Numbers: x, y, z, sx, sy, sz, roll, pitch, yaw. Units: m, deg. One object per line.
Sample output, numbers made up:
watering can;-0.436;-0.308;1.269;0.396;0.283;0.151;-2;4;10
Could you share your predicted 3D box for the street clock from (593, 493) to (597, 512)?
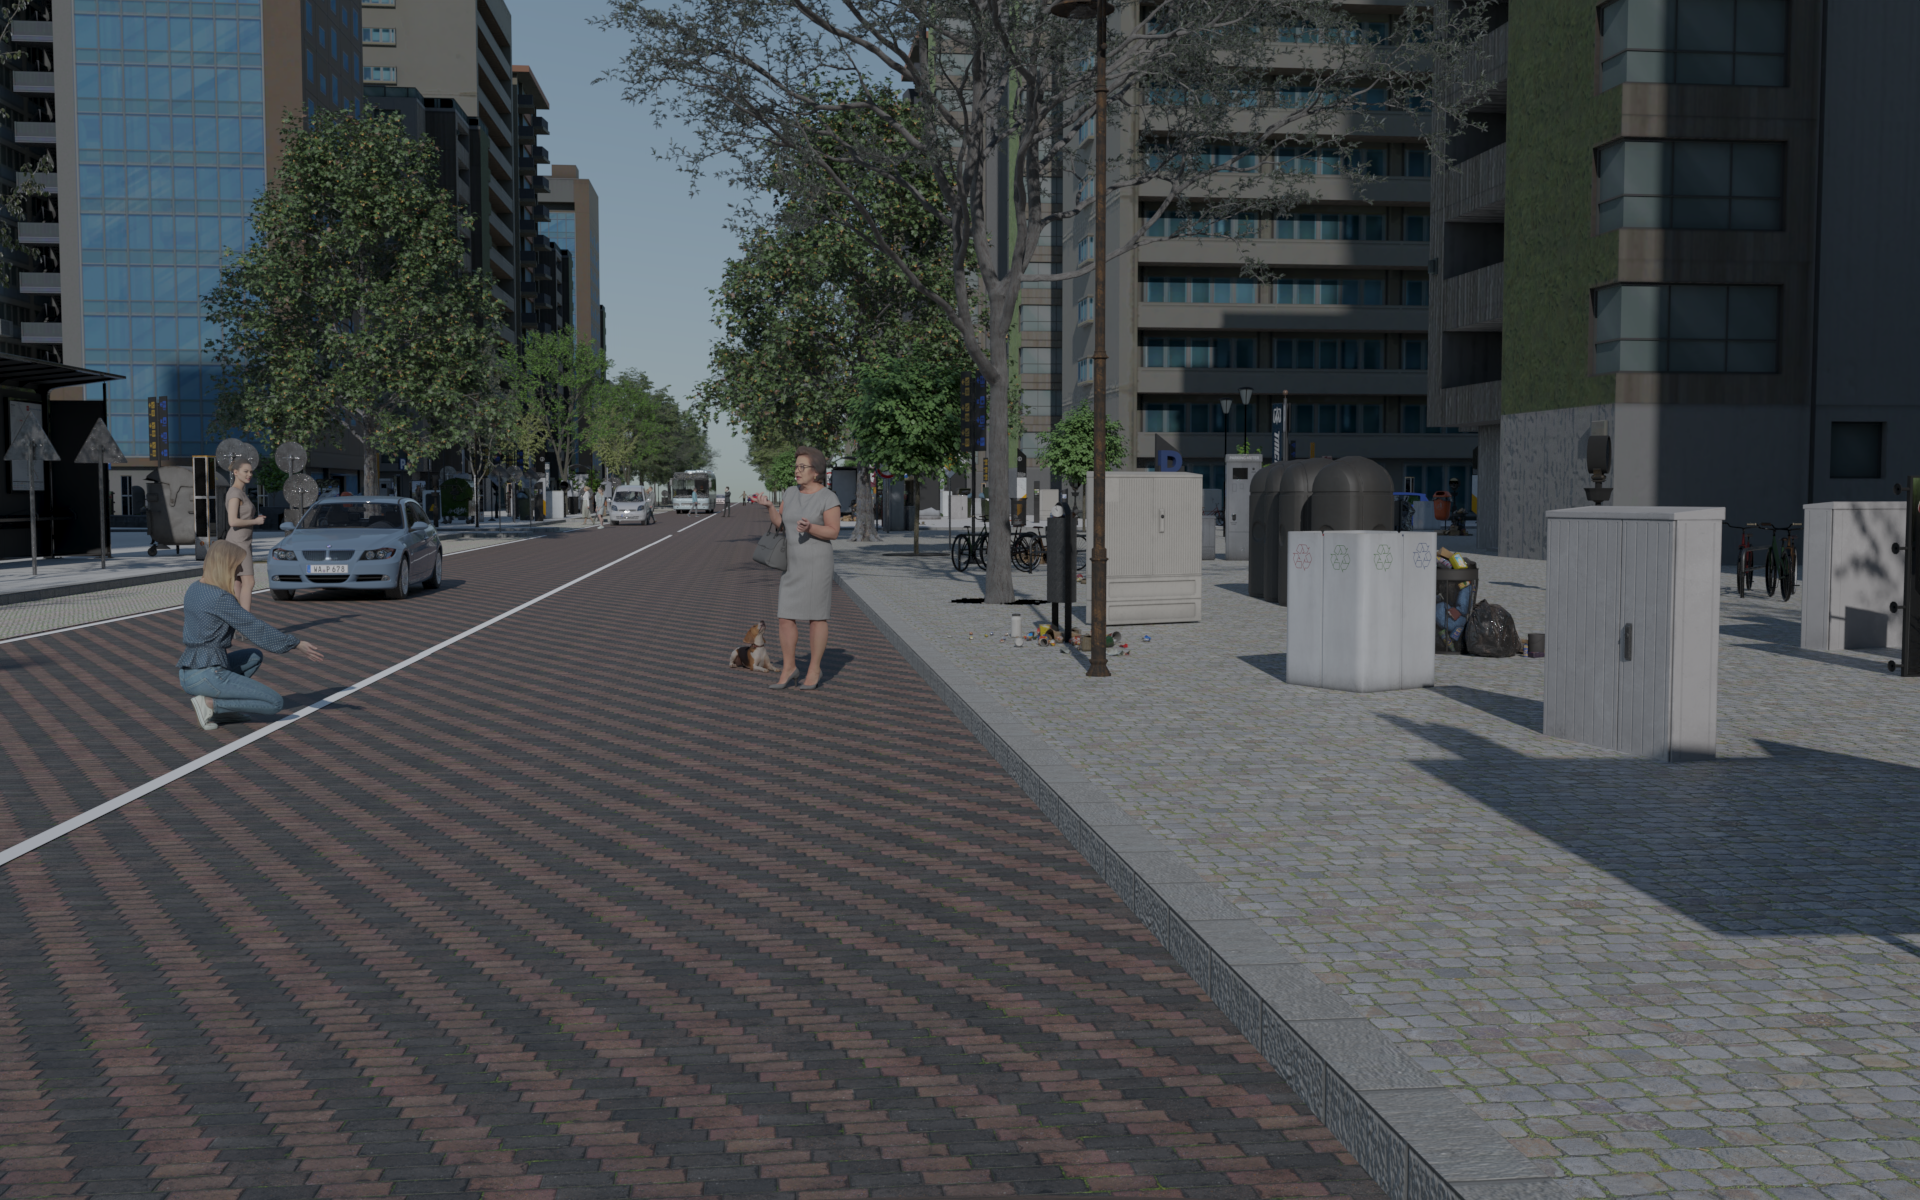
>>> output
street clock;-26.443;-7.386;125.328;0.471;2.002;0.358;2;4;29

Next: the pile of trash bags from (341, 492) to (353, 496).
pile of trash bags;-25.099;-3.842;72.577;1.912;1.369;3.447;0;4;2

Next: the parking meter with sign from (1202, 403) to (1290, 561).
parking meter with sign;5.459;-2.275;33.455;1.738;3.016;0.543;0;4;6

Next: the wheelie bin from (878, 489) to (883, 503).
wheelie bin;-4.881;-6.002;106.037;0.980;1.594;0.693;0;4;3

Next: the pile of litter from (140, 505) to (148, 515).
pile of litter;-31.424;-3.234;66.845;1.719;0.858;1.176;0;4;3

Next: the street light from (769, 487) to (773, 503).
street light;-27.488;-17.175;253.592;0.468;5.910;1.993;0;4;-7

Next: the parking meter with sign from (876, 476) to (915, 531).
parking meter with sign;-2.280;-3.898;59.987;0.543;3.016;1.738;3;5;43

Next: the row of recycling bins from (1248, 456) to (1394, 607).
row of recycling bins;4.119;-0.800;20.193;1.069;1.692;3.534;0;4;-5

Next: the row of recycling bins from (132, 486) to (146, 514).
row of recycling bins;-38.391;-4.697;83.909;3.534;1.692;1.069;-1;4;-22

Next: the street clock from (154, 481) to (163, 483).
street clock;-31.957;-3.958;69.279;0.358;2.002;0.471;1;4;16

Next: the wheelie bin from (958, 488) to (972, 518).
wheelie bin;0.304;-5.219;93.236;0.980;1.594;0.693;-1;4;-13

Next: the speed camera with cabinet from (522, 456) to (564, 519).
speed camera with cabinet;-21.769;-5.872;90.340;2.038;3.252;0.660;-2;4;-28

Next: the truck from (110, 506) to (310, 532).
truck;-29.792;-4.346;60.823;18.799;4.110;2.967;0;4;-5

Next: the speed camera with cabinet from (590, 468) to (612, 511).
speed camera with cabinet;-27.022;-8.282;129.750;2.038;3.252;0.660;2;4;35

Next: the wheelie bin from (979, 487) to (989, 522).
wheelie bin;1.295;-4.344;78.931;0.980;1.594;0.693;-1;4;-20

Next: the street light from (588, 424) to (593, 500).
street light;-23.992;-8.561;112.760;0.468;5.910;1.993;0;4;-7

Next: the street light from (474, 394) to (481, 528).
street light;-18.478;-5.708;66.112;0.468;5.910;1.993;0;4;-7

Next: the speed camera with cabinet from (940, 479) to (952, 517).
speed camera with cabinet;-1.036;-6.377;98.601;0.660;3.252;2.038;-1;4;-19

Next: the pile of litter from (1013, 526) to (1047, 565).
pile of litter;1.548;-1.115;32.194;1.176;0.858;1.719;1;4;19

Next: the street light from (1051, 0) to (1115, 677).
street light;0.978;-2.401;12.051;0.468;5.910;1.993;0;4;-7

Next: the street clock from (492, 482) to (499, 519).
street clock;-24.336;-5.281;90.909;0.471;2.002;0.358;-1;4;-12

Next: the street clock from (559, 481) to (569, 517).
street clock;-21.884;-5.577;95.761;0.471;2.002;0.358;-1;4;-20

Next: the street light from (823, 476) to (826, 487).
street light;-4.600;-5.259;58.773;0.468;5.910;1.993;0;4;-7

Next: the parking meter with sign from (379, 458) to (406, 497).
parking meter with sign;-28.064;-5.422;84.915;1.738;3.016;0.543;1;4;14

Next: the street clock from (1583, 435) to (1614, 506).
street clock;7.902;-1.033;21.455;0.358;2.002;0.471;2;4;29

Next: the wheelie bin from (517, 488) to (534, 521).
wheelie bin;-21.079;-4.658;84.063;0.693;1.594;0.980;0;4;7

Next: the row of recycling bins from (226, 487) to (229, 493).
row of recycling bins;-32.204;-4.124;74.532;1.069;1.692;3.534;0;4;-2

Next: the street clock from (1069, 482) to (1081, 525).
street clock;4.720;-4.059;70.939;0.471;2.002;0.358;-2;4;-25

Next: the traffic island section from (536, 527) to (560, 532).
traffic island section;-16.429;-2.687;66.218;2.009;0.180;2.903;0;4;-7

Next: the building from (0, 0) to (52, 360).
building;-60.115;-24.199;87.535;23.993;40.220;32.217;0;4;-7

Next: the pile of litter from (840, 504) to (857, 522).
pile of litter;-5.135;-4.113;81.213;1.176;0.858;1.719;1;4;22

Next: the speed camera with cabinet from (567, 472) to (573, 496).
speed camera with cabinet;-25.964;-7.164;111.459;2.038;3.252;0.660;0;4;-4

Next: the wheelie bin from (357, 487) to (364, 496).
wheelie bin;-26.837;-4.321;78.563;0.980;1.594;0.693;-2;4;-25

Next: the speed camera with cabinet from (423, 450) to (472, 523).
speed camera with cabinet;-22.763;-5.047;76.862;2.038;3.252;0.660;0;4;-2

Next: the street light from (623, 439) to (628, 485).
street light;-27.351;-10.358;142.133;0.468;5.910;1.993;0;4;-7

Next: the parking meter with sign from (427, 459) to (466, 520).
parking meter with sign;-25.157;-5.421;84.893;1.738;3.016;0.543;-1;4;-11

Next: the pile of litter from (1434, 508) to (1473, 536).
pile of litter;15.217;-2.419;53.514;1.176;0.858;1.719;0;4;5

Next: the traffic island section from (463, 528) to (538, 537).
traffic island section;-15.497;-2.202;58.288;2.009;0.180;2.903;0;4;-7

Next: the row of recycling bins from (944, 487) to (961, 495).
row of recycling bins;-1.144;-6.154;107.726;3.534;1.692;1.069;2;4;32

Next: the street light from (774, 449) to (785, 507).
street light;-17.777;-12.106;170.728;0.468;5.910;1.993;0;4;-7

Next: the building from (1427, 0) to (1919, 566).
building;17.762;-16.256;37.482;14.160;30.474;14.107;0;4;-7

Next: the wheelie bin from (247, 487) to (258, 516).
wheelie bin;-33.557;-4.568;82.593;0.980;1.594;0.693;-2;4;-26

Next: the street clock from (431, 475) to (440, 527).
street clock;-20.167;-3.794;66.601;0.358;2.002;0.471;-1;4;-21

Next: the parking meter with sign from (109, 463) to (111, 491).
parking meter with sign;-41.703;-5.399;84.533;0.543;3.016;1.738;-2;4;-25

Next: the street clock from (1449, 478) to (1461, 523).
street clock;21.999;-4.433;77.050;0.471;2.002;0.358;3;5;41

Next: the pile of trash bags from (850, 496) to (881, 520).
pile of trash bags;-4.594;-4.727;87.032;1.912;1.369;3.447;-1;4;-19

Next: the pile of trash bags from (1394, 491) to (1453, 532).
pile of trash bags;14.284;-2.831;56.041;3.447;1.369;1.912;3;5;40

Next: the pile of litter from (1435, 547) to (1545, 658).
pile of litter;4.081;-0.012;14.158;1.176;0.858;1.719;-2;4;-35

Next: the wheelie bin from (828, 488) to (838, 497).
wheelie bin;-6.318;-4.642;83.804;0.693;1.594;0.980;1;4;18
